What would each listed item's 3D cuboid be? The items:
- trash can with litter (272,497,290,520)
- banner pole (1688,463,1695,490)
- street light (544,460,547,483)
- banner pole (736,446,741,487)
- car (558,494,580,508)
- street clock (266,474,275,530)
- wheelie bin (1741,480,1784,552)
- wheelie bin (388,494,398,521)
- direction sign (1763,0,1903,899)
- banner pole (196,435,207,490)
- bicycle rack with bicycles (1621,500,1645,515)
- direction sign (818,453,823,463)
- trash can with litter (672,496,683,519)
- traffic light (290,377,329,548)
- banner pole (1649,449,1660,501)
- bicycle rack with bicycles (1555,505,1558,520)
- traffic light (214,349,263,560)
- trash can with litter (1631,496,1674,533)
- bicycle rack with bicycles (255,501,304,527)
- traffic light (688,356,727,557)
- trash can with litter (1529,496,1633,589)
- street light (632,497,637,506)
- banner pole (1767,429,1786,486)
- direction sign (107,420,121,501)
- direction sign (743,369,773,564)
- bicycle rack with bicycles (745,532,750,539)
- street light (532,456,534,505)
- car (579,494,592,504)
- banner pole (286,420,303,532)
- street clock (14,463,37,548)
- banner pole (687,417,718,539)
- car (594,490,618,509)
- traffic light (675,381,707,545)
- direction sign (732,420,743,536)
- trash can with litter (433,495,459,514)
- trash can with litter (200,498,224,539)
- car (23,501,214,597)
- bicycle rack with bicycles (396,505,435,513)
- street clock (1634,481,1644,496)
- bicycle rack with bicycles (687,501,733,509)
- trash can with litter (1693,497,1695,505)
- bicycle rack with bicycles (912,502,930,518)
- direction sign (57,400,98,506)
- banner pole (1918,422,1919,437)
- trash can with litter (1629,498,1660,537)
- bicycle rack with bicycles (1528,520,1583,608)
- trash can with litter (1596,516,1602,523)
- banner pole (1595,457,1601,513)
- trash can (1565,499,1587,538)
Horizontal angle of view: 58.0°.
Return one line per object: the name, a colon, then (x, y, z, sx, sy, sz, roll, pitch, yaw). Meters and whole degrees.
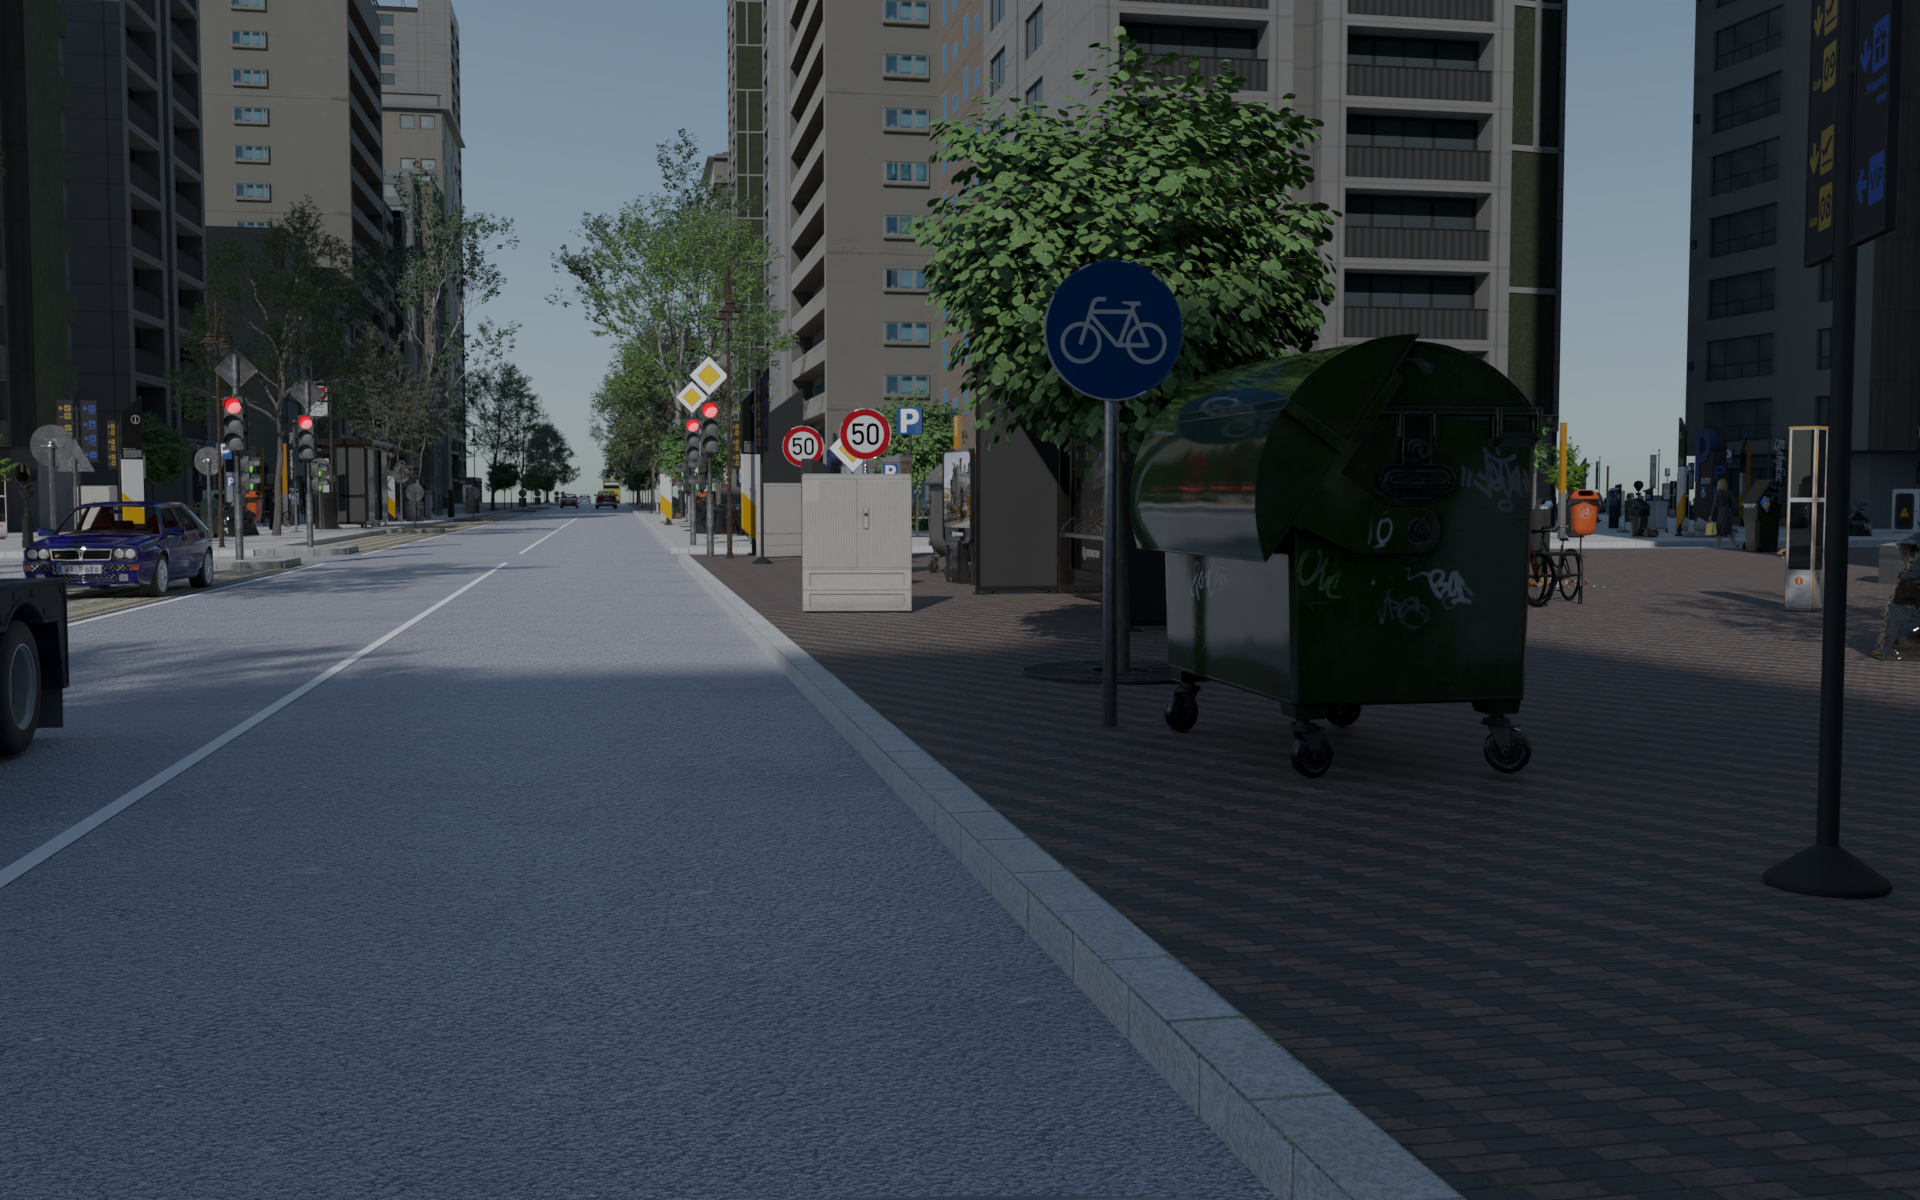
trash can with litter: (-36.302, -4.934, 92.066, 0.624, 1.170, 1.055, 0, 4, 2)
banner pole: (50.943, -8.017, 121.087, 0.401, 3.779, 0.863, -3, 5, -41)
street light: (-56.455, -16.100, 236.030, 0.468, 5.910, 1.993, -1, 4, -11)
banner pole: (-9.861, -5.470, 79.455, 0.863, 3.779, 0.401, 0, 4, -3)
car: (-39.801, -10.239, 176.448, 2.155, 1.783, 4.494, -1, 4, -10)
street clock: (-24.688, -3.518, 62.093, 0.358, 2.002, 0.471, -1, 4, -17)
wheelie bin: (17.779, -1.864, 38.379, 0.693, 1.594, 0.980, 0, 4, -4)
wheelie bin: (-26.655, -4.457, 80.772, 0.980, 1.594, 0.693, 3, 5, 39)
direction sign: (2.838, -0.830, 5.565, 0.379, 3.537, 0.876, 1, 4, 12)
banner pole: (-32.300, -5.127, 73.846, 0.863, 3.779, 0.401, 2, 4, 35)
bicycle rack with bicycles: (41.426, -5.556, 104.226, 2.925, 0.926, 2.852, 2, 4, 30)
direction sign: (-6.000, -4.931, 72.613, 0.379, 3.537, 0.876, 2, 4, 31)
trash can with litter: (-14.653, -4.785, 89.622, 0.624, 1.170, 1.055, -3, 5, -39)
traffic light: (-15.584, -3.215, 41.485, 0.839, 4.253, 0.868, -1, 4, -11)
banner pole: (38.879, -6.535, 96.866, 0.863, 3.779, 0.401, -1, 4, -20)
bicycle rack with bicycles: (27.977, -4.062, 79.793, 2.852, 0.926, 2.925, 3, 5, 40)
traffic light: (-14.025, -2.736, 33.653, 0.839, 4.253, 0.868, -1, 4, -11)
trash can with litter: (22.800, -2.845, 57.577, 2.233, 1.210, 1.678, 1, 4, 18)
bicycle rack with bicycles: (-27.489, -3.249, 66.504, 2.925, 0.926, 2.852, 2, 4, 26)
traffic light: (-5.141, -2.845, 35.431, 0.839, 4.253, 0.868, -1, 4, -11)
trash can with litter: (8.414, -0.825, 24.539, 1.678, 1.210, 2.233, 2, 4, 30)
street light: (-35.652, -13.354, 191.117, 0.468, 5.910, 1.993, -1, 4, -11)
banner pole: (31.307, -4.682, 66.568, 0.401, 3.779, 0.863, -3, 5, -45)
direction sign: (-25.691, -3.727, 52.940, 0.876, 3.537, 0.379, 1, 4, 22)
direction sign: (-3.640, -2.435, 31.805, 0.379, 3.537, 0.876, 0, 4, 8)
bicycle rack with bicycles: (-4.427, -2.151, 48.546, 2.852, 0.926, 2.925, -2, 4, -30)
street light: (-48.819, -13.773, 197.967, 0.468, 5.910, 1.993, -1, 4, -11)
car: (-54.202, -14.570, 250.216, 2.014, 1.417, 4.499, -1, 4, -11)
banner pole: (-22.612, -4.203, 58.730, 0.401, 3.779, 0.863, -3, 4, -37)
street clock: (-22.144, -2.234, 41.103, 0.471, 2.002, 0.358, 1, 4, 17)
banner pole: (-7.409, -3.660, 49.862, 0.863, 3.779, 0.401, -1, 4, -21)
car: (-34.332, -9.746, 168.025, 2.281, 1.827, 5.304, -1, 4, -13)
traffic light: (-6.699, -3.324, 43.263, 0.839, 4.253, 0.868, -1, 4, -11)
direction sign: (-6.686, -3.745, 53.231, 0.876, 3.537, 0.379, 3, 4, 39)
trash can with litter: (-33.335, -6.115, 111.038, 2.233, 1.210, 1.678, -1, 4, -14)
trash can with litter: (-21.755, -2.380, 50.299, 0.624, 1.170, 1.055, -1, 4, -18)
car: (-12.080, -0.760, 25.005, 1.945, 1.354, 3.894, -1, 4, -10)
bicycle rack with bicycles: (-33.335, -5.693, 106.461, 2.925, 0.926, 2.852, -3, 4, -39)
street clock: (36.363, -5.399, 92.848, 0.471, 2.002, 0.358, 3, 4, 37)
bicycle rack with bicycles: (-12.251, -4.456, 86.234, 2.852, 0.926, 2.925, 1, 4, 16)
trash can with litter: (42.447, -5.415, 99.929, 0.624, 1.170, 1.055, 0, 4, 7)
bicycle rack with bicycles: (-1.198, -4.162, 81.433, 2.852, 0.926, 2.925, -1, 4, -11)
direction sign: (-21.323, -3.053, 41.911, 0.876, 3.537, 0.379, -1, 4, -13)
banner pole: (29.798, -3.873, 53.347, 0.863, 3.779, 0.401, -1, 4, -13)
trash can with litter: (20.482, -2.465, 51.692, 0.624, 1.170, 1.055, -1, 4, -16)
bicycle rack with bicycles: (6.233, -0.433, 20.455, 2.925, 0.926, 2.852, -2, 4, -27)
trash can with litter: (28.037, -4.027, 77.234, 1.055, 1.170, 0.624, -1, 4, -12)
banner pole: (42.809, -7.720, 116.237, 0.401, 3.779, 0.863, 0, 4, -4)
trash can: (18.135, -2.403, 50.944, 0.748, 1.137, 0.748, 0, 3, 0)
